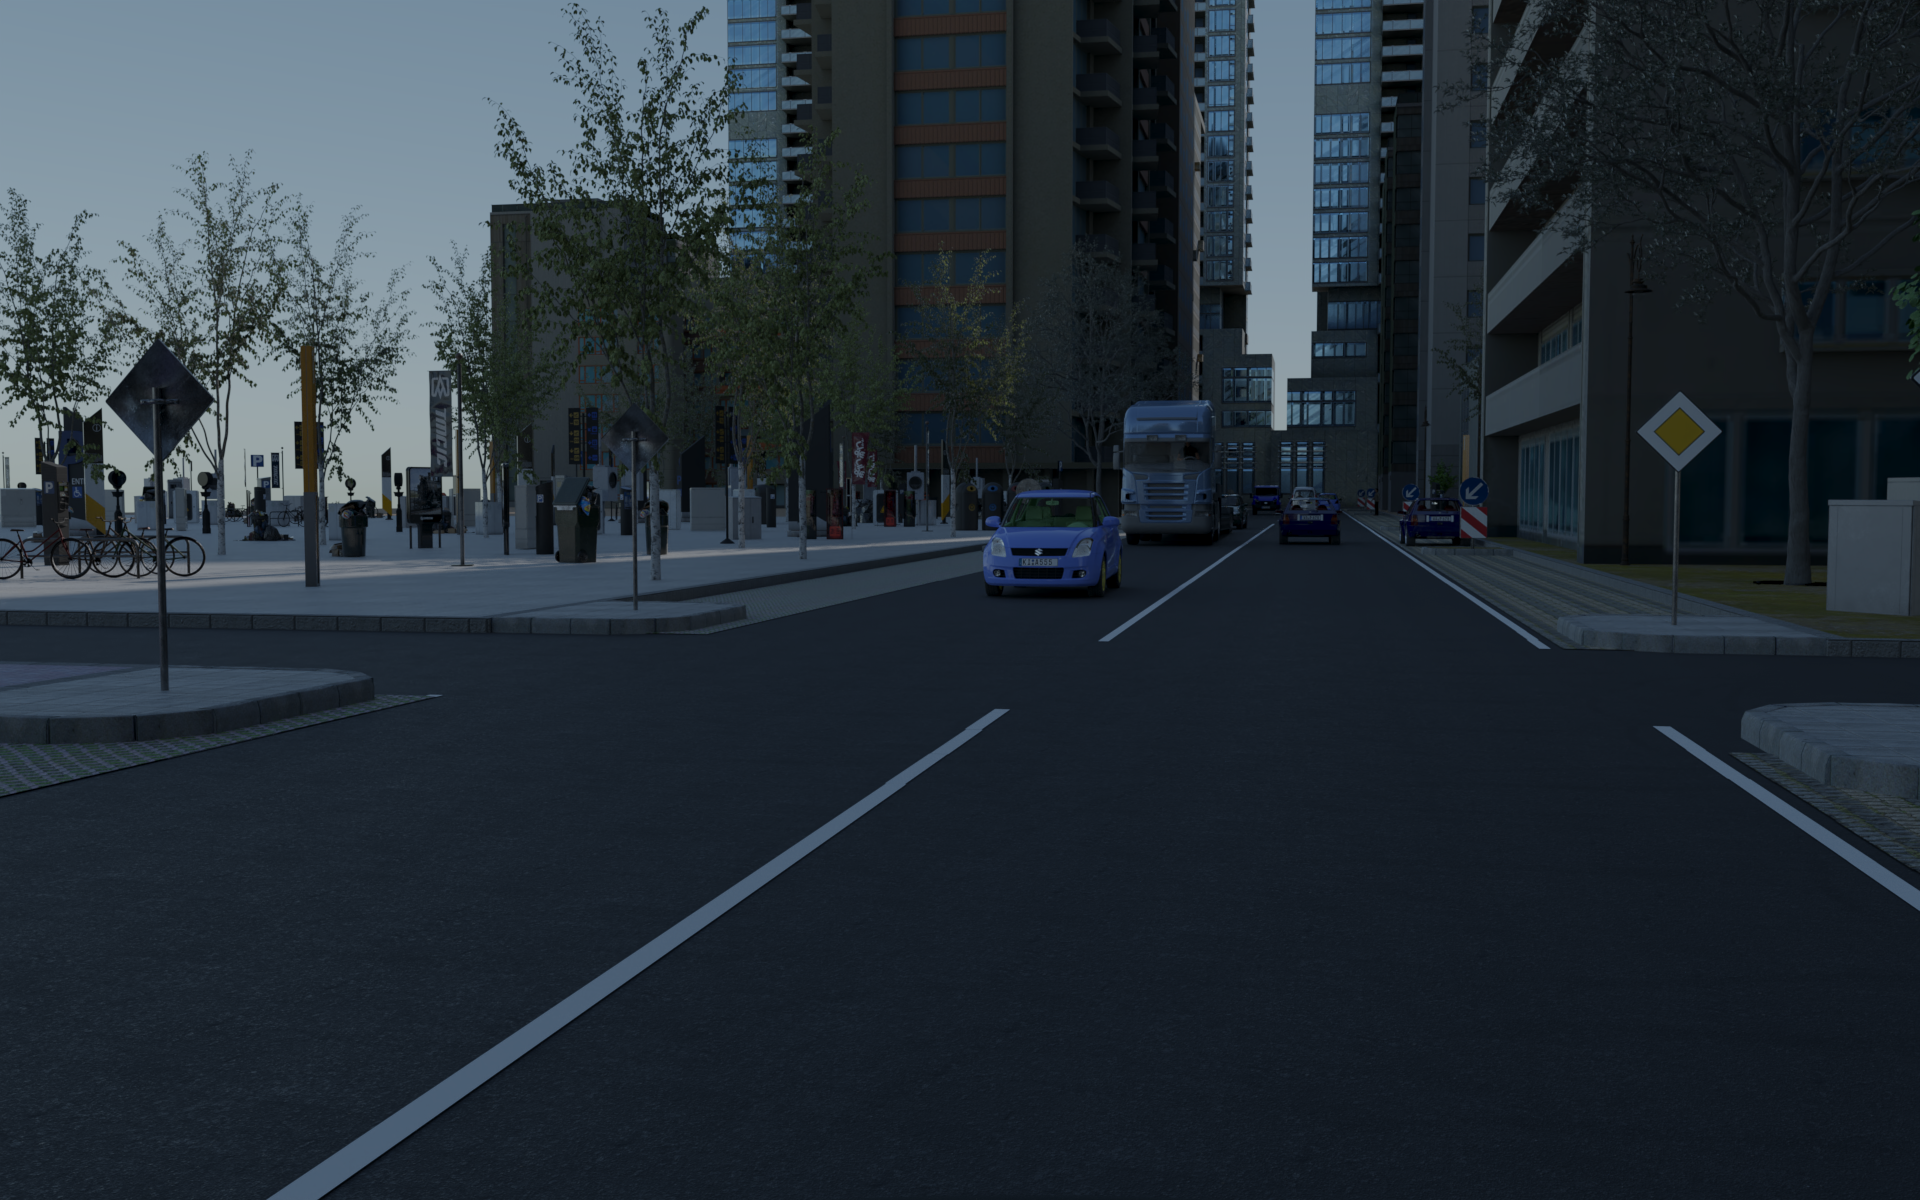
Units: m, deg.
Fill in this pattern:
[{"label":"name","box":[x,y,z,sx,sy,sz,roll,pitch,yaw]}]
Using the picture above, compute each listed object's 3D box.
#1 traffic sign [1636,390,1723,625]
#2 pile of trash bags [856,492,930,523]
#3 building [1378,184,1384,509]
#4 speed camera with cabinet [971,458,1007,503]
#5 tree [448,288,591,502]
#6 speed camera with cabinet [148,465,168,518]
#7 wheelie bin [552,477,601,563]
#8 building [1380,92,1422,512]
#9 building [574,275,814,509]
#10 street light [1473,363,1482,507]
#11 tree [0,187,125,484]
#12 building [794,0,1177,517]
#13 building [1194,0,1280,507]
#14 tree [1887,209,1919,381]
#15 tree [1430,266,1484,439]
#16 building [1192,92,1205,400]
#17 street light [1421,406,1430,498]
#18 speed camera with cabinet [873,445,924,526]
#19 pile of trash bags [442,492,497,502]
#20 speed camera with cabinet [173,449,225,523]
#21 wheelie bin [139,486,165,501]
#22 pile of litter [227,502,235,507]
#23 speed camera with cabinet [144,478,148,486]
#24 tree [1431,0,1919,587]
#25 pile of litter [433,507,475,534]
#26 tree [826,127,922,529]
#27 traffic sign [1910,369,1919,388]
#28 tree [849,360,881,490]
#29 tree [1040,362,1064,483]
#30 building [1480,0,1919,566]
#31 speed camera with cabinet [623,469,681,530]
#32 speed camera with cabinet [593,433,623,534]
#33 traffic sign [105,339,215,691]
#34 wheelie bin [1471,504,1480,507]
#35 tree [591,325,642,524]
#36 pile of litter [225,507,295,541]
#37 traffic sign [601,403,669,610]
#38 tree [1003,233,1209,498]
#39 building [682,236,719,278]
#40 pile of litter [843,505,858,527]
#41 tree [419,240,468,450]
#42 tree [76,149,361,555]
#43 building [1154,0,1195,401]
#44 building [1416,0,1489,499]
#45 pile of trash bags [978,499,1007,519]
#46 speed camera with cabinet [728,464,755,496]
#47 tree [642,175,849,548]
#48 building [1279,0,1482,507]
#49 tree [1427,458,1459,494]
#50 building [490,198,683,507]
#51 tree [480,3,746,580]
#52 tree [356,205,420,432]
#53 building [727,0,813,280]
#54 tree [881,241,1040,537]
[{"label":"traffic sign","box":[6.986,-0.810,16.887,0.795,2.450,0.064,1,4,12]},{"label":"pile of trash bags","box":[-3.047,-4.134,77.342,3.447,1.369,1.912,-1,4,-12]},{"label":"building","box":[41.796,-22.645,141.947,14.160,30.474,14.107,1,4,12]},{"label":"speed camera with cabinet","box":[1.637,-6.134,94.630,2.038,3.252,0.660,1,4,14]},{"label":"tree","box":[-16.430,-6.846,62.288,4.360,8.622,3.978,0,3,0]},{"label":"speed camera with cabinet","box":[-42.920,-6.108,94.195,2.038,3.252,0.660,1,4,15]},{"label":"wheelie bin","box":[-7.189,-1.503,32.478,0.980,1.594,0.693,2,4,33]},{"label":"building","box":[38.699,-21.718,126.794,14.160,30.474,14.107,1,4,12]},{"label":"building","box":[-16.703,-19.396,162.165,28.899,21.520,27.650,1,4,12]},{"label":"street light","box":[18.087,-5.356,60.358,0.468,5.910,1.993,1,4,12]},{"label":"tree","box":[-22.021,-5.588,41.727,4.737,8.622,4.395,0,3,0]},{"label":"building","box":[1.876,-27.779,108.805,22.147,44.769,28.867,1,4,12]},{"label":"building","box":[18.325,-53.416,186.030,31.000,86.520,22.319,1,4,12]},{"label":"tree","box":[9.958,-1.927,15.215,4.285,4.588,4.351,0,3,0]},{"label":"tree","box":[17.656,-6.509,56.781,4.360,8.622,3.978,0,3,0]},{"label":"building","box":[9.204,-28.247,153.724,23.993,40.220,32.217,1,4,12]},{"label":"street light","box":[24.080,-7.151,89.703,0.468,5.910,1.993,1,4,12]},{"label":"speed camera with cabinet","box":[-2.479,-4.627,69.984,2.038,3.252,0.660,0,4,1]},{"label":"pile of trash bags","box":[-28.139,-5.452,98.894,3.447,1.369,1.912,-1,4,-23]},{"label":"speed camera with cabinet","box":[-33.522,-5.011,76.267,2.038,3.252,0.660,-1,4,-14]},{"label":"wheelie bin","box":[-32.842,-3.828,70.490,0.980,1.594,0.693,-3,4,-36]},{"label":"pile of litter","box":[-40.221,-4.964,95.131,1.719,0.858,1.176,-3,5,-42]},{"label":"speed camera with cabinet","box":[-44.216,-6.225,96.115,0.660,3.252,2.038,2,4,28]},{"label":"tree","box":[11.807,-6.962,24.205,12.009,13.543,11.850,0,3,0]},{"label":"pile of litter","box":[-16.638,-2.607,56.583,1.719,0.858,1.176,-3,4,-37]},{"label":"tree","box":[-3.325,-5.103,33.799,4.737,8.622,4.395,0,3,0]},{"label":"traffic sign","box":[5.373,-0.332,9.066,0.795,2.450,0.064,1,4,12]},{"label":"tree","box":[-4.272,-8.763,93.629,4.360,8.622,3.978,0,3,0]},{"label":"tree","box":[2.101,-7.302,69.751,4.360,8.622,3.978,0,3,0]},{"label":"building","box":[24.002,-25.367,38.447,21.300,48.544,21.600,1,4,12]},{"label":"speed camera with cabinet","box":[-11.129,-4.163,62.406,2.038,3.252,0.660,0,4,4]},{"label":"speed camera with cabinet","box":[-11.638,-3.728,55.296,0.660,3.252,2.038,1,4,16]},{"label":"traffic sign","box":[-5.195,-0.466,11.258,0.795,2.450,0.064,1,4,12]},{"label":"wheelie bin","box":[19.436,-3.458,64.450,0.980,1.594,0.693,3,5,40]},{"label":"tree","box":[-14.031,-7.536,73.578,4.360,8.622,3.978,0,3,0]},{"label":"pile of litter","box":[-19.135,-2.061,47.659,1.719,0.858,1.176,2,4,26]},{"label":"traffic sign","box":[-3.582,-0.944,19.079,0.795,2.450,0.064,1,4,12]},{"label":"tree","box":[6.527,-10.525,82.455,12.009,13.543,11.850,0,3,0]},{"label":"building","box":[-35.723,-25.860,194.515,14.107,30.474,14.160,1,4,12]},{"label":"pile of litter","box":[-4.776,-3.332,68.442,1.719,0.858,1.176,-2,4,-23]},{"label":"tree","box":[-13.745,-6.129,50.572,4.737,8.622,4.395,0,3,0]},{"label":"tree","box":[-15.897,-5.273,36.581,4.360,8.622,3.978,0,3,0]},{"label":"building","box":[9.982,-29.317,129.443,14.600,45.320,14.200,1,4,12]},{"label":"building","box":[38.663,-34.376,104.044,21.231,58.520,28.212,1,4,12]},{"label":"pile of trash bags","box":[1.166,-4.833,88.771,1.912,1.369,3.447,-2,4,-27]},{"label":"speed camera with cabinet","box":[-7.427,-3.938,58.730,0.660,3.252,2.038,-1,4,-19]},{"label":"tree","box":[-4.945,-5.536,40.874,4.360,8.622,3.978,0,3,0]},{"label":"building","box":[48.702,-53.039,179.854,31.000,86.520,22.319,1,4,12]},{"label":"tree","box":[25.637,-5.984,92.444,1.663,3.219,1.824,0,3,0]},{"label":"building","box":[-37.312,-24.563,173.312,14.107,30.474,14.160,1,4,12]},{"label":"tree","box":[-4.758,-4.595,25.484,4.737,8.622,4.395,0,3,0]},{"label":"tree","box":[-15.819,-5.693,43.440,4.360,8.622,3.978,0,3,0]},{"label":"building","box":[-12.745,-53.816,192.568,31.000,86.520,22.319,1,4,12]},{"label":"tree","box":[0.031,-6.177,51.351,4.360,8.622,3.978,0,3,0]}]
